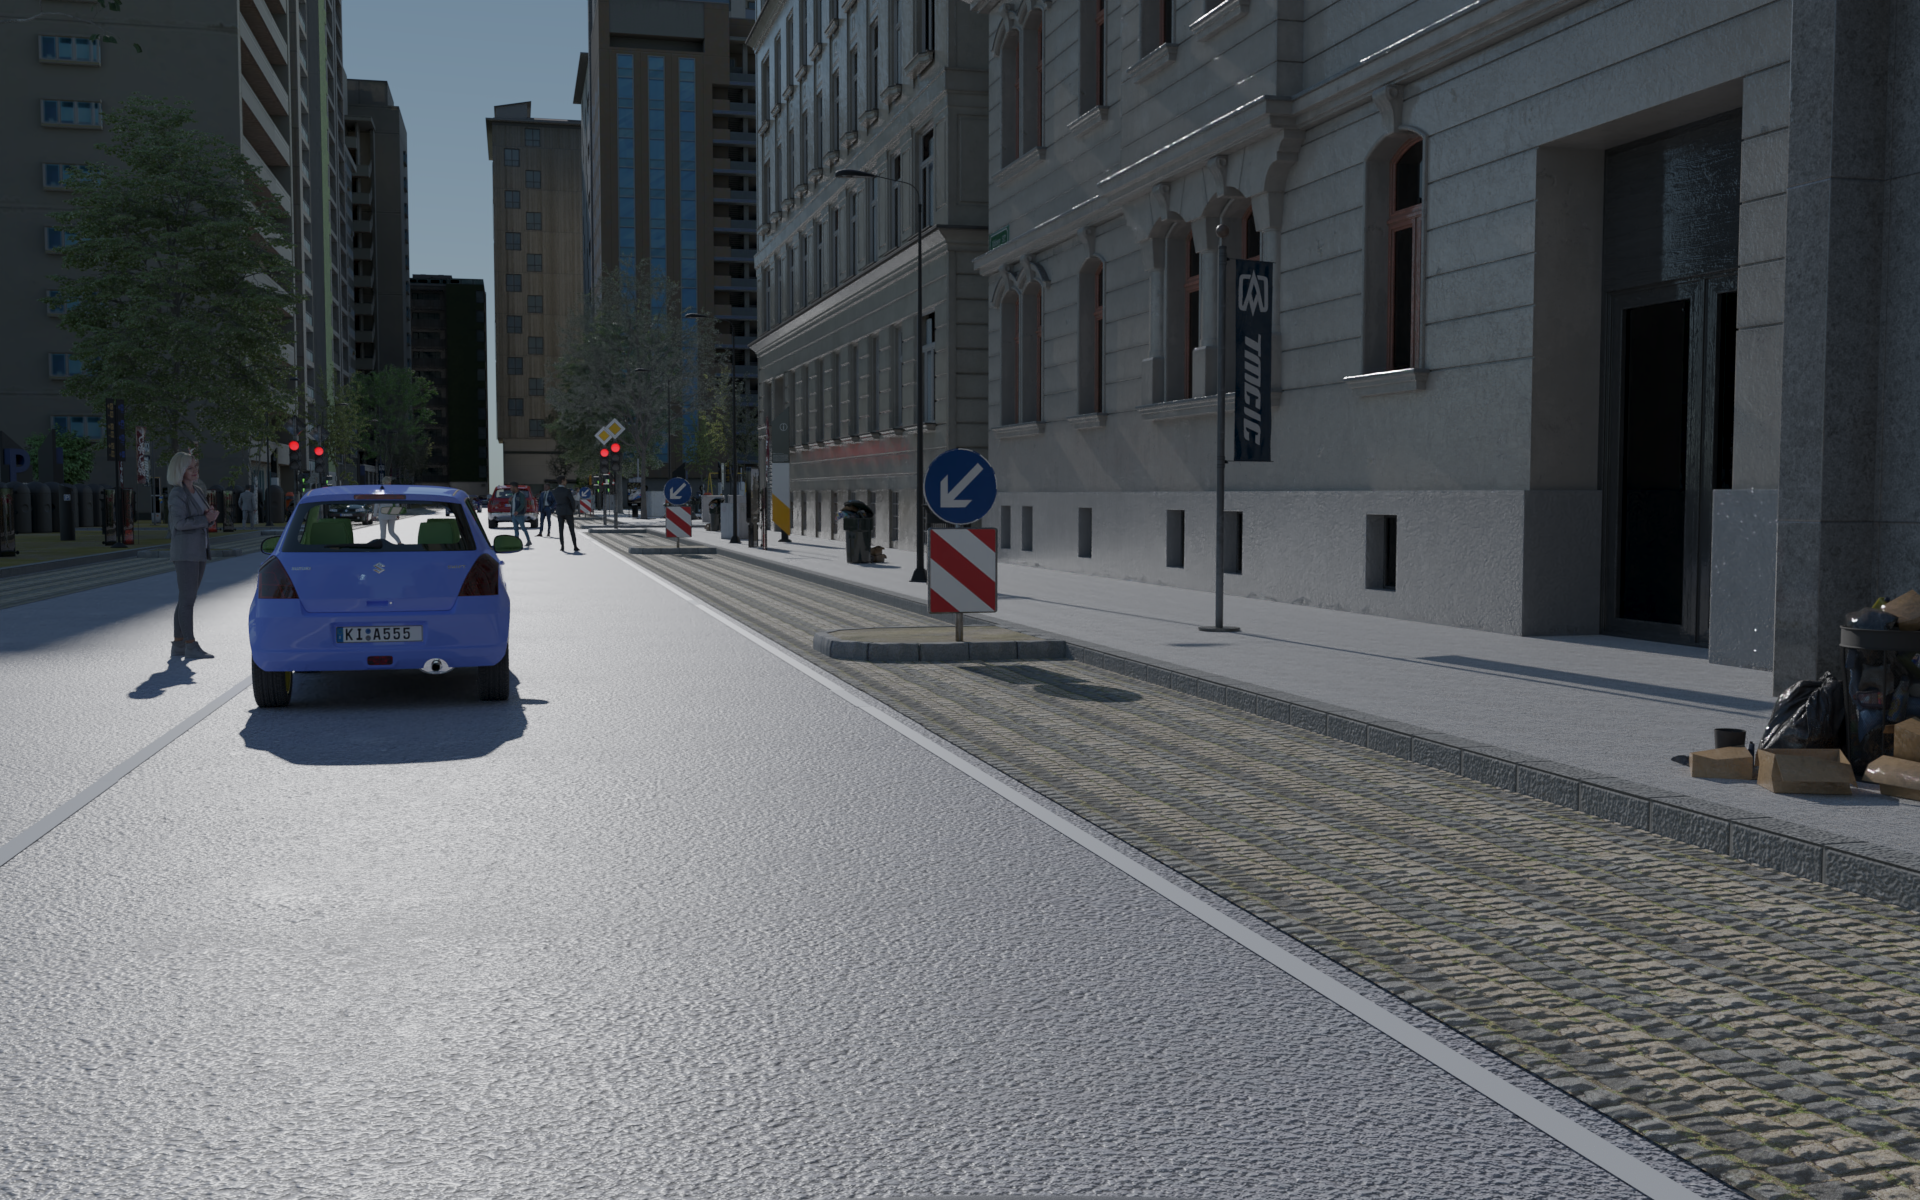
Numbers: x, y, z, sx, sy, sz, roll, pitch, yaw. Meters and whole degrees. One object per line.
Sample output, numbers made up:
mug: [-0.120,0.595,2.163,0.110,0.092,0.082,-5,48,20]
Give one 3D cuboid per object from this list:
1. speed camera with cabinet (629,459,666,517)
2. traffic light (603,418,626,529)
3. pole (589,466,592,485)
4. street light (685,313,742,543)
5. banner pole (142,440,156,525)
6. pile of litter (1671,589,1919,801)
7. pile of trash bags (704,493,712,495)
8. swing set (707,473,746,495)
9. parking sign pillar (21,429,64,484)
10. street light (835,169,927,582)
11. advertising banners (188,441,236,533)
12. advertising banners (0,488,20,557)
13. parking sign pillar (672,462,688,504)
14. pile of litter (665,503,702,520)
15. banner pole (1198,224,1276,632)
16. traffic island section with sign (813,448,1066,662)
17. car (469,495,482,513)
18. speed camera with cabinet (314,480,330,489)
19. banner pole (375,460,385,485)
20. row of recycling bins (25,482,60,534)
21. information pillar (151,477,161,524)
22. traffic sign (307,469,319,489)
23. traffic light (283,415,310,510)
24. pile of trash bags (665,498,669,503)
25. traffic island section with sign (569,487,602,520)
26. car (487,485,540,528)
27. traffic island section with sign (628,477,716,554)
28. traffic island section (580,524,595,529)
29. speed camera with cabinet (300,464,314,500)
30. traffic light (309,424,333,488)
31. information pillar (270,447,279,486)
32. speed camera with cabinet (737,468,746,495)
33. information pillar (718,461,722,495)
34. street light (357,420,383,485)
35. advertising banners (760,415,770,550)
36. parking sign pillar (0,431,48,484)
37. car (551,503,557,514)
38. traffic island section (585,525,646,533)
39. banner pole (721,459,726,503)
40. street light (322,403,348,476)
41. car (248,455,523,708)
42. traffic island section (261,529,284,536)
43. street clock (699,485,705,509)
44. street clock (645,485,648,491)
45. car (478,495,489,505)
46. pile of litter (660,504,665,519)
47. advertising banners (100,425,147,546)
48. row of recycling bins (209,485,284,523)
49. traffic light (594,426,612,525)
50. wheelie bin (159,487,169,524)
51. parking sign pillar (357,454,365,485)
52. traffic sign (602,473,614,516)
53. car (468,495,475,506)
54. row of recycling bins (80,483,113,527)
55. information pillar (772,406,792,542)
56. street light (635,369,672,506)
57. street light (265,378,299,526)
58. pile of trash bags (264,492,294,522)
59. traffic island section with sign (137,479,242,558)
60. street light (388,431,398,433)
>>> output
speed camera with cabinet: [-17.558,-6.293,97.219,2.038,3.252,0.660,-3,5,-41]
traffic light: [-12.751,-4.591,63.981,0.839,4.253,0.868,-1,4,-14]
pole: [-27.264,-8.190,127.746,0.158,3.312,0.155,0,3,0]
street light: [-6.380,-4.420,44.809,1.470,5.913,1.316,-1,4,-14]
banner pole: [-33.157,-4.945,70.862,0.863,3.779,0.401,2,4,23]
pile of litter: [4.000,0.392,7.556,1.176,0.858,1.719,-2,4,-24]
pile of trash bags: [-13.887,-5.821,104.925,3.447,1.369,1.912,0,4,3]
swing set: [-16.966,-7.969,127.905,3.119,2.851,2.862,-1,4,-21]
parking sign pillar: [-37.843,-5.115,72.107,1.447,3.967,1.447,3,4,37]
street light: [-1.106,-3.211,25.047,1.470,5.913,1.316,-1,4,-14]
advertising banners: [-24.915,-3.758,57.627,0.090,3.025,2.074,1,4,20]
advertising banners: [-19.543,-2.346,34.543,0.090,3.025,2.074,0,4,8]
parking sign pillar: [-23.416,-9.569,144.927,1.447,3.967,1.447,2,4,24]
pile of litter: [-13.534,-4.421,86.242,1.719,0.858,1.176,3,4,36]
banner pole: [2.632,-1.607,16.295,0.863,3.779,0.401,-2,4,-32]
traffic island section with sign: [-0.283,-0.433,15.709,1.989,1.847,2.006,-1,4,-14]
car: [-37.746,-7.382,133.277,1.945,1.354,3.894,-1,4,-13]
speed camera with cabinet: [-40.041,-7.069,109.910,2.038,3.252,0.660,3,5,44]
banner pole: [-41.975,-8.274,125.291,0.863,3.779,0.401,0,4,-8]
row of recycling bins: [-30.606,-3.033,56.710,1.069,1.692,3.534,1,4,10]
information pillar: [-35.052,-4.343,75.494,0.304,2.012,0.304,-3,5,-44]
traffic sign: [-31.496,-5.182,84.729,0.884,2.594,0.081,-1,4,-8]
traffic light: [-23.461,-4.422,61.221,0.839,4.253,0.868,-1,4,-14]
pile of trash bags: [-21.844,-7.110,125.999,1.912,1.369,3.447,-2,4,-29]
traffic island section with sign: [-20.872,-5.334,95.838,1.989,1.847,2.006,-1,4,-14]
car: [-19.064,-3.994,73.979,2.281,1.827,5.304,-1,4,-13]
traffic island section with sign: [-6.984,-2.030,41.821,1.989,1.847,2.006,-1,4,-14]
traffic island section: [-14.698,-3.031,71.840,2.009,0.180,2.903,-1,4,-14]
speed camera with cabinet: [-42.794,-7.248,112.847,0.660,3.252,2.038,3,4,38]
traffic light: [-25.450,-4.895,68.956,0.839,4.253,0.868,-1,4,-14]
information pillar: [-34.418,-5.852,87.035,0.504,3.616,0.183,2,4,30]
speed camera with cabinet: [-16.238,-8.358,130.996,0.660,3.252,2.038,2,4,33]
information pillar: [-17.216,-8.123,124.170,0.183,3.616,0.504,-2,4,-31]
street light: [-37.111,-8.312,108.438,1.470,5.913,1.316,-1,4,-14]
advertising banners: [-4.456,-2.651,39.536,0.090,3.025,2.074,-1,4,-10]
parking sign pillar: [-40.437,-5.247,74.259,1.447,3.967,1.447,1,4,17]
car: [-29.100,-6.980,126.708,1.945,1.354,3.894,-1,4,-15]
traffic island section: [-12.709,-2.558,64.105,2.009,0.180,2.903,-1,4,-14]
banner pole: [-16.726,-8.108,122.581,0.401,3.779,0.863,1,4,15]
street light: [-31.995,-7.102,88.663,1.470,5.913,1.316,-1,4,-14]
car: [-4.286,-0.213,13.075,1.945,1.707,3.694,-1,4,-16]
traffic island section: [-23.502,-2.389,61.346,2.009,0.180,2.903,-1,4,-14]
street clock: [-21.419,-8.523,143.928,0.358,2.002,0.471,2,4,32]
street clock: [-25.980,-8.470,143.047,0.358,2.002,0.471,2,4,31]
car: [-54.615,-11.398,198.929,1.945,1.354,3.894,-1,4,-13]
pile of litter: [-14.981,-4.658,90.122,1.176,0.858,1.719,-2,4,-28]
advertising banners: [-21.051,-2.906,43.701,0.090,3.025,2.074,0,4,5]
row of recycling bins: [-31.572,-4.246,76.540,3.534,1.692,1.069,0,4,8]
traffic light: [-14.739,-5.064,71.715,0.839,4.253,0.868,-1,4,-14]
wheelie bin: [-34.103,-4.100,74.943,0.980,1.594,0.693,-2,4,-28]
parking sign pillar: [-40.637,-7.890,117.470,1.447,3.967,1.447,-1,4,-22]
traffic sign: [-20.695,-6.250,102.188,0.884,2.594,0.081,-1,4,-12]
car: [-32.516,-6.147,112.508,2.014,1.417,4.499,-1,4,-15]
row of recycling bins: [-34.067,-3.694,67.517,1.069,1.692,3.534,0,4,2]
information pillar: [-4.766,-3.357,46.247,0.504,3.616,0.183,0,4,8]
street light: [-11.338,-5.614,64.332,1.470,5.913,1.316,-1,4,-14]
street light: [-27.051,-5.908,69.137,1.470,5.913,1.316,-1,4,-14]
pile of trash bags: [-31.172,-4.299,80.037,1.912,1.369,3.447,-1,4,-14]
traffic island section with sign: [-17.605,-1.899,39.673,1.989,1.847,2.006,-1,4,-14]
street light: [-42.304,-9.518,128.166,1.470,5.913,1.316,-1,4,-14]
